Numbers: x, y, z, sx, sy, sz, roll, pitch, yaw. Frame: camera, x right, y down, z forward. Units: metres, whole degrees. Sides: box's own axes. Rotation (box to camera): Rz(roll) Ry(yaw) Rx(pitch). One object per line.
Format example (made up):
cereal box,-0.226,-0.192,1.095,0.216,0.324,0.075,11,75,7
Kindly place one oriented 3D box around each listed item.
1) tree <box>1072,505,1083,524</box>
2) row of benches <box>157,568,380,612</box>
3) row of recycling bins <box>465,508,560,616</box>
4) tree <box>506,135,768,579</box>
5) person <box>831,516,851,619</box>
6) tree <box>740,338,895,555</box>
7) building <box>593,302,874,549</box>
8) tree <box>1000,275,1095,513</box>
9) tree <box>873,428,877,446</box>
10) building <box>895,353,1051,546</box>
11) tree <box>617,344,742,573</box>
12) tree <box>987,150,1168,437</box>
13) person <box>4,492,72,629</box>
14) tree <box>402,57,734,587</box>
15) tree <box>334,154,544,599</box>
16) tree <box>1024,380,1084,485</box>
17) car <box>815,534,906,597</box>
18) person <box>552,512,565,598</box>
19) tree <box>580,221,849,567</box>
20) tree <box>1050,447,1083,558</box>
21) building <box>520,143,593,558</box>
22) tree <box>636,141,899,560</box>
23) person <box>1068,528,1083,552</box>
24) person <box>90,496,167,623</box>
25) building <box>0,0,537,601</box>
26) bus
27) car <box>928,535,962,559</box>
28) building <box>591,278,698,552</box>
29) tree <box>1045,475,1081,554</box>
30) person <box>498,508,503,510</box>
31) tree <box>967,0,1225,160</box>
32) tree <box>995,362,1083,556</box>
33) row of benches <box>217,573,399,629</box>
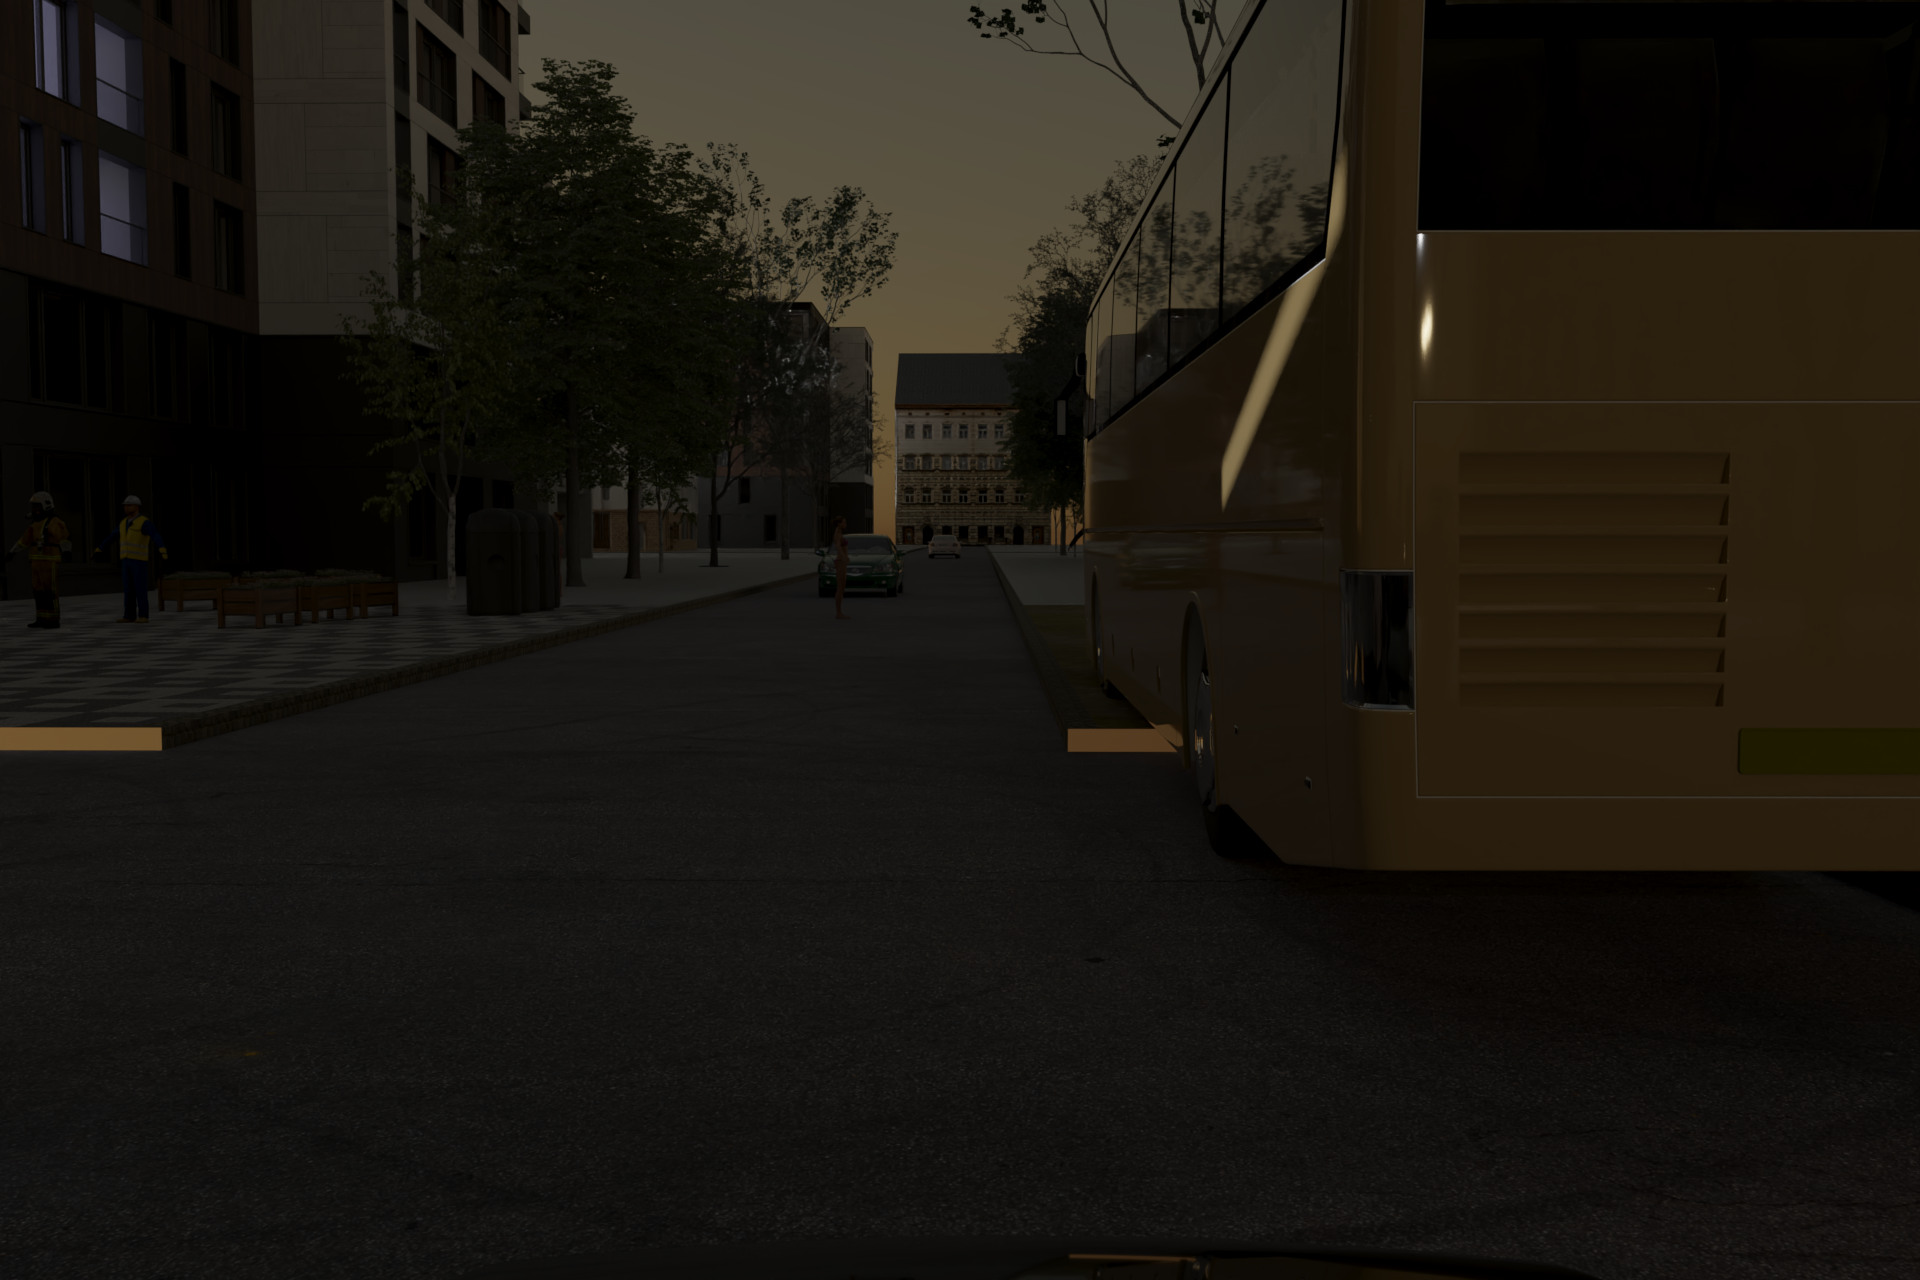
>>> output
tree,17.038,-17.632,206.412,7.486,12.596,7.792,0,3,0
row of benches,-12.000,-0.896,30.115,1.422,0.672,4.104,2,4,35
row of recycling bins,-7.348,-1.324,28.768,1.069,1.692,3.534,0,4,0
tree,-9.402,-8.054,49.809,7.486,12.596,7.792,0,3,0
person,-1.944,-1.228,29.333,0.721,1.733,1.217,0,4,-2
tree,-9.044,-12.111,108.387,12.009,13.543,11.850,0,3,0
building,-23.349,-19.874,168.920,27.936,21.610,32.646,0,4,1
tree,6.538,-10.899,84.856,9.857,13.997,8.962,0,3,0
tree,-16.096,-21.316,204.398,12.611,20.169,13.585,0,3,0
building,1.681,-22.969,208.928,18.063,23.208,19.493,0,4,1
tree,-9.698,-6.538,57.260,4.737,8.622,4.395,0,3,0
tree,5.571,-8.870,55.389,12.009,13.543,11.850,0,3,0
person,-12.487,-1.089,23.577,1.354,1.858,0.705,2,4,28
tree,-9.310,-7.547,41.524,7.486,12.596,7.792,0,3,0
tree,-10.092,-5.115,33.998,4.737,8.622,4.395,0,3,0
tree,6.568,-8.231,68.991,8.767,10.594,7.601,-2,4,-25
car,-2.307,-1.788,41.036,2.131,1.459,4.920,0,4,1
person,-8.224,-1.727,35.032,0.721,1.733,1.217,-1,4,-12
tree,-9.486,-9.602,67.357,12.009,13.543,11.850,0,3,0
tree,6.083,-8.825,94.659,4.360,8.622,3.978,0,3,0
building,-28.211,-12.807,75.844,16.747,18.905,31.486,0,4,1
tree,-10.219,-14.077,86.047,12.611,20.169,13.585,0,3,0
person,2.969,-1.956,37.923,1.347,1.837,0.705,2,4,25
person,-11.905,-1.159,24.922,1.349,1.833,0.705,1,4,19
building,-28.591,-12.133,42.351,27.936,21.610,32.646,0,4,1
bus,2.310,-1.159,10.498,2.896,3.916,12.252,0,4,0
car,-0.907,-5.532,102.813,2.083,1.381,4.827,0,4,1
building,-26.556,-16.647,128.599,16.016,20.090,11.380,0,4,1
tree,6.069,-9.912,112.418,4.360,8.622,3.978,0,3,0
person,-9.541,-1.825,35.964,1.347,1.817,0.704,-2,4,-31
tree,5.106,-10.673,30.392,12.611,20.169,13.585,0,3,0
tree,5.725,-11.295,102.803,7.486,12.596,7.792,0,3,0
row of benches,-9.413,-0.607,25.384,1.422,0.672,4.104,1,4,9
